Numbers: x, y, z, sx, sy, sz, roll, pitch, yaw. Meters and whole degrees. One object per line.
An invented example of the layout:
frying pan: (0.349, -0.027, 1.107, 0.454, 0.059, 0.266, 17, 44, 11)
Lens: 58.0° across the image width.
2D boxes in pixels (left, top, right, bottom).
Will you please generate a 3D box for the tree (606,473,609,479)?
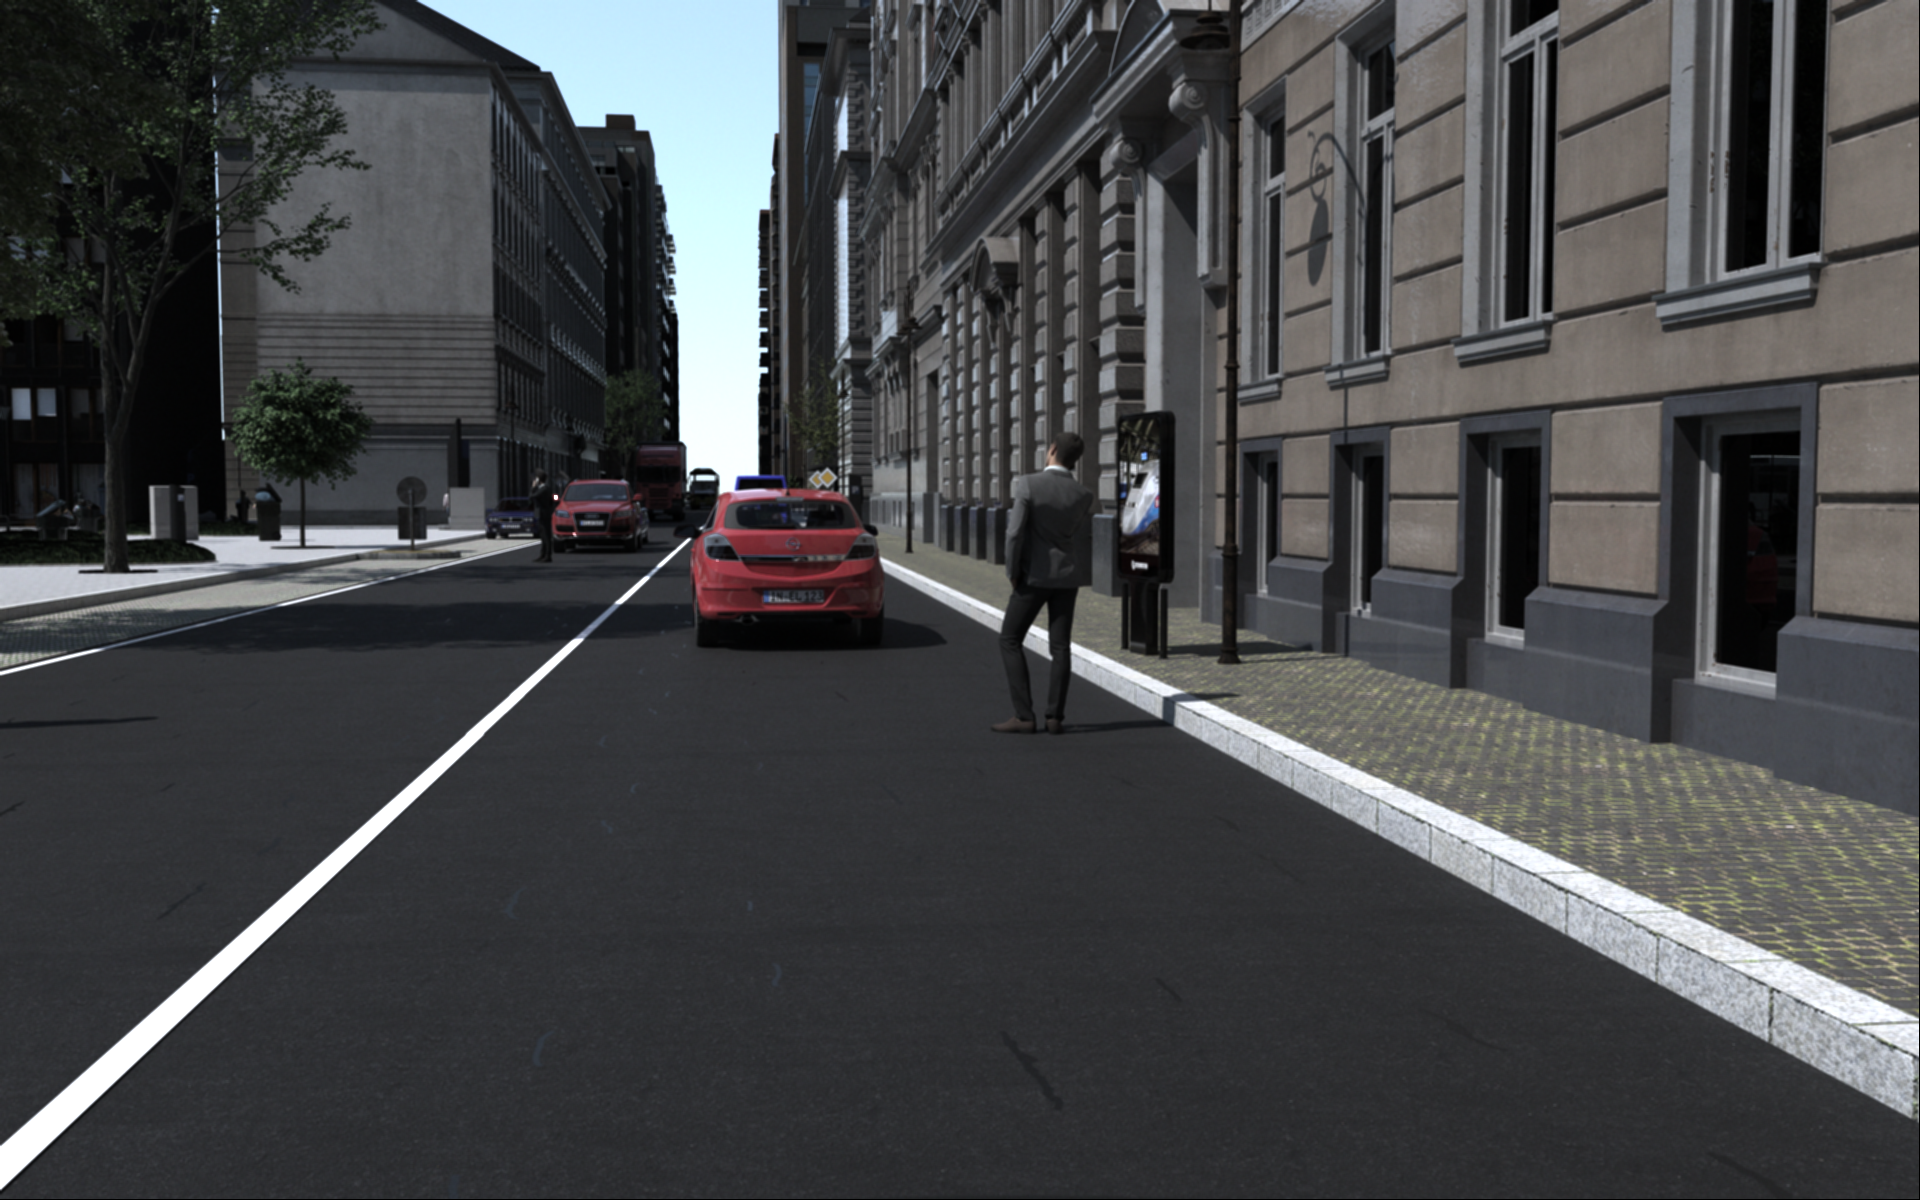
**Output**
tree: (-27.351, -8.478, 133.211, 1.663, 3.219, 1.824, 0, 3, 0)

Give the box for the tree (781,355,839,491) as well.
tree: (-6.776, -8.483, 89.053, 4.737, 8.622, 4.395, 0, 3, 0)

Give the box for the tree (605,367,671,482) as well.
tree: (-27.217, -13.174, 141.150, 9.928, 11.665, 9.643, 0, 3, 0)

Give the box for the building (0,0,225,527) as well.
building: (-41.034, -14.834, 72.217, 15.834, 23.373, 12.332, 0, 4, -7)

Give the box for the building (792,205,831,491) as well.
building: (-4.276, -18.330, 132.984, 16.112, 22.955, 30.059, 0, 4, -7)

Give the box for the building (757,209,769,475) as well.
building: (-19.271, -37.126, 261.637, 22.147, 44.769, 28.867, 0, 4, -7)

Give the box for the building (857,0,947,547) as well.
building: (4.254, -16.220, 52.595, 14.401, 28.519, 23.554, 0, 4, -7)

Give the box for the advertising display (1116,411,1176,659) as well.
advertising display: (1.477, -0.528, 13.852, 0.123, 1.923, 0.974, -1, 4, -15)

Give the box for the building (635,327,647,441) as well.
building: (-45.919, -20.014, 172.273, 27.650, 21.520, 28.899, 0, 4, -7)

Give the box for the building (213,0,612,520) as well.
building: (-31.745, -20.295, 108.242, 17.030, 29.872, 44.131, 0, 4, -7)

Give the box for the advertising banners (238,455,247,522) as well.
advertising banners: (-30.008, -4.659, 72.370, 0.090, 3.025, 2.074, -1, 4, -15)

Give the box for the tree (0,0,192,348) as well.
tree: (-11.074, -6.016, 16.486, 7.486, 12.596, 7.792, 0, 3, 0)

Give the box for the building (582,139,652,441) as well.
building: (-42.116, -31.214, 193.936, 14.154, 41.232, 14.086, 0, 4, -7)

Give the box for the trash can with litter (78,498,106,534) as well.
trash can with litter: (-24.409, -2.296, 48.934, 0.624, 1.170, 1.055, 2, 4, 32)

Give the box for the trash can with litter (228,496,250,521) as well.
trash can with litter: (-33.559, -4.237, 80.670, 0.624, 1.170, 1.055, 1, 4, 21)

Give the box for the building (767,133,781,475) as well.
building: (-11.467, -33.895, 208.809, 22.147, 44.769, 28.867, 0, 4, -7)

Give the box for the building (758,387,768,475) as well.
building: (-19.992, -27.357, 292.327, 27.650, 21.520, 28.899, 0, 4, -7)

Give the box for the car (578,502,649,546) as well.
car: (-9.897, -2.298, 49.569, 2.014, 1.417, 4.499, 0, 4, -6)

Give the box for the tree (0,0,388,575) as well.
tree: (-13.592, -6.250, 27.946, 9.928, 11.665, 9.643, 0, 3, 0)

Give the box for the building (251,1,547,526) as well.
building: (-24.521, -13.999, 78.040, 9.793, 20.994, 18.267, 0, 4, -7)

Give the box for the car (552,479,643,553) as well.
car: (-9.158, -2.157, 43.936, 2.281, 1.827, 5.304, 0, 4, -8)

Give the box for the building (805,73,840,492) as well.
building: (-1.842, -19.109, 105.941, 14.314, 27.812, 24.014, 0, 4, -7)

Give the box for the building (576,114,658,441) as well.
building: (-43.759, -34.122, 208.013, 14.600, 45.320, 14.200, 0, 4, -7)

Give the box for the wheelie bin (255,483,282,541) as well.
wheelie bin: (-18.975, -2.423, 47.518, 0.693, 1.594, 0.980, -2, 4, -25)

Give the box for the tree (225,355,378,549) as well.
tree: (-15.571, -3.501, 40.960, 4.285, 4.588, 4.351, 0, 3, 0)

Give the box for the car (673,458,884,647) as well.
car: (-1.861, -0.539, 17.848, 2.155, 1.783, 4.494, -1, 4, -9)

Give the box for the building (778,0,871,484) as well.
building: (-8.152, -38.974, 179.216, 21.231, 58.520, 28.212, 0, 4, -7)

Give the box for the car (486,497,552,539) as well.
car: (-14.232, -2.658, 56.043, 1.945, 1.354, 3.894, 0, 4, -6)

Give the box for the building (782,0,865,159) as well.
building: (-9.003, -31.074, 158.173, 14.600, 45.320, 14.200, 0, 4, -7)

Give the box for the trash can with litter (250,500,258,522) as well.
trash can with litter: (-23.802, -2.923, 59.172, 0.624, 1.170, 1.055, -1, 4, -21)

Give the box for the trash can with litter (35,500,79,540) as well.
trash can with litter: (-18.182, -1.400, 34.275, 0.624, 1.170, 1.055, 3, 5, 40)

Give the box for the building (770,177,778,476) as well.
building: (-19.053, -36.015, 238.948, 14.600, 45.320, 14.200, 0, 4, -7)

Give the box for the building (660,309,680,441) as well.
building: (-50.282, -30.169, 264.956, 14.160, 30.474, 14.107, 0, 4, -7)

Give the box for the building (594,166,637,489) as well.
building: (-35.858, -23.231, 151.527, 14.160, 30.474, 14.107, 0, 4, -7)

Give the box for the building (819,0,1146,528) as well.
building: (4.013, -15.183, 77.122, 19.941, 23.489, 11.050, 0, 4, -7)

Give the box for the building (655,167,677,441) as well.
building: (-52.184, -38.023, 241.285, 23.786, 49.044, 30.456, 0, 4, -7)

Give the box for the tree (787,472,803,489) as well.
tree: (-14.677, -9.512, 150.124, 1.663, 3.219, 1.824, 0, 3, 0)
